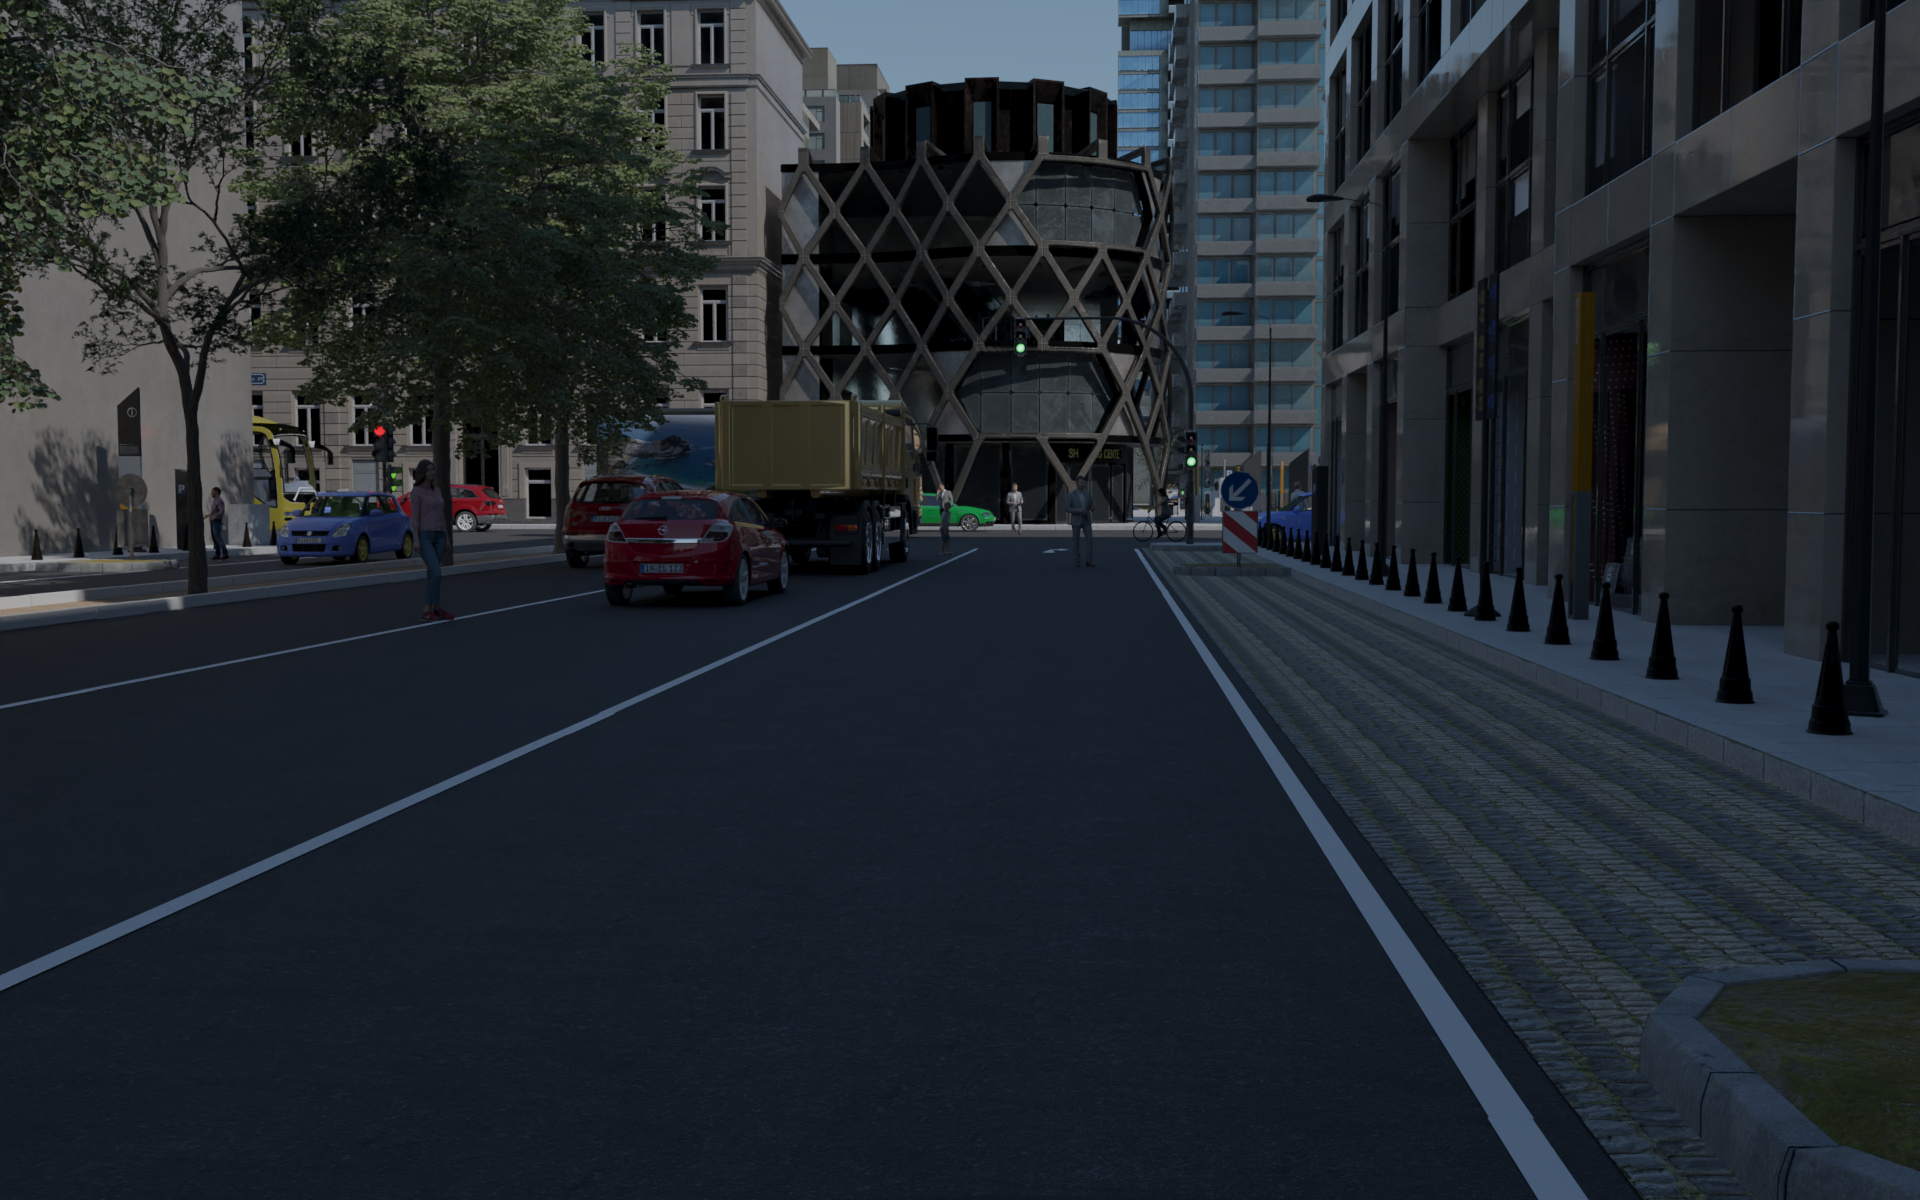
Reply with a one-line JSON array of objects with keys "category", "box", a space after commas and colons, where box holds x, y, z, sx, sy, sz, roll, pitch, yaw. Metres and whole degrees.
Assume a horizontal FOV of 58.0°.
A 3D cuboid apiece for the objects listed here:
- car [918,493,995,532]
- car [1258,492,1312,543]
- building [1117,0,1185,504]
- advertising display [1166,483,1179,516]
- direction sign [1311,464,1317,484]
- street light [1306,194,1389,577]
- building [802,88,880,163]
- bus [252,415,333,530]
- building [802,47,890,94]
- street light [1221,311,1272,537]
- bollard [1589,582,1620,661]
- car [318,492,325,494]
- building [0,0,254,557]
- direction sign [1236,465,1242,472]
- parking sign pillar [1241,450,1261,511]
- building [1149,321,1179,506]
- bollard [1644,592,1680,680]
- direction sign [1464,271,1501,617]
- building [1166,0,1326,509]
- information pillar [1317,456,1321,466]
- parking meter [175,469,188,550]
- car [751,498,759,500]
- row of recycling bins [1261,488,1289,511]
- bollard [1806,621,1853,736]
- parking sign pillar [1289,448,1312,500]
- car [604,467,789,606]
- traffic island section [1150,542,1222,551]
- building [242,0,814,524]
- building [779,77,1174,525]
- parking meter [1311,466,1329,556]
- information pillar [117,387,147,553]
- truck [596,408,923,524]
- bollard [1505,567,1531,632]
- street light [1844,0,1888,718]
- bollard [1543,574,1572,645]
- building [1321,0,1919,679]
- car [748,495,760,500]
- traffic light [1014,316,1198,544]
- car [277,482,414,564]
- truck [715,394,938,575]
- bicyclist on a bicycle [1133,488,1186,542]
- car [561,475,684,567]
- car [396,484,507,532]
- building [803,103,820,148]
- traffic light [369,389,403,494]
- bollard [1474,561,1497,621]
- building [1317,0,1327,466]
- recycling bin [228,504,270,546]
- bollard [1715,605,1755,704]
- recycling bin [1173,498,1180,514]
[{"category": "car", "box": [-0.994, -3.527, 66.466, 4.718, 1.807, 1.959, 0, 4, 3]}, {"category": "car", "box": [9.554, -2.294, 47.100, 3.694, 1.707, 1.945, 0, 4, 5]}, {"category": "building", "box": [33.296, -56.607, 238.190, 31.000, 86.520, 22.319, 0, 4, 5]}, {"category": "advertising display", "box": [12.388, -5.921, 102.017, 0.974, 1.923, 0.123, 0, 4, 2]}, {"category": "direction sign", "box": [26.875, -8.573, 132.163, 0.379, 3.537, 0.876, -2, 4, -32]}, {"category": "street light", "box": [6.054, -3.326, 26.926, 1.470, 5.913, 1.316, 0, 4, 5]}, {"category": "building", "box": [-15.223, -29.800, 170.830, 14.154, 41.232, 14.086, 0, 4, 5]}, {"category": "bus", "box": [-25.813, -3.771, 53.203, 12.252, 3.916, 2.896, 0, 4, 3]}, {"category": "building", "box": [-17.995, -34.855, 193.576, 21.600, 48.544, 21.300, 0, 4, 5]}, {"category": "street light", "box": [7.314, -4.370, 43.994, 1.470, 5.913, 1.316, 0, 4, 5]}, {"category": "bollard", "box": [5.002, 0.160, 13.420, 0.229, 0.601, 0.229, 0, 3, 0]}, {"category": "car", "box": [-21.074, -3.006, 58.736, 3.694, 1.707, 1.945, 0, 4, 4]}, {"category": "building", "box": [-36.329, -14.204, 36.750, 34.151, 26.468, 19.350, 0, 4, 5]}, {"category": "direction sign", "box": [21.842, -8.714, 134.475, 0.876, 3.537, 0.379, 1, 4, 9]}, {"category": "parking sign pillar", "box": [17.709, -7.165, 105.626, 1.447, 3.967, 1.447, -2, 4, -25]}, {"category": "building", "box": [34.651, -20.853, 185.981, 27.650, 21.520, 28.899, 0, 4, 5]}, {"category": "bollard", "box": [4.888, 0.245, 12.041, 0.229, 0.601, 0.229, 0, 3, 0]}, {"category": "direction sign", "box": [5.489, -1.596, 18.092, 0.379, 3.537, 0.876, 0, 4, 4]}, {"category": "building", "box": [30.117, -32.794, 155.788, 23.786, 49.044, 30.456, 0, 4, 5]}, {"category": "information pillar", "box": [21.966, -7.017, 106.077, 0.183, 3.616, 0.504, 0, 4, -5]}, {"category": "parking meter", "box": [-17.864, -2.096, 39.983, 0.399, 1.863, 0.255, 1, 4, 13]}, {"category": "car", "box": [-6.015, -2.238, 49.179, 3.894, 1.354, 1.945, 0, 4, 4]}, {"category": "row of recycling bins", "box": [23.260, -7.325, 126.868, 3.534, 1.692, 1.069, 1, 4, 8]}, {"category": "bollard", "box": [4.670, 0.413, 9.286, 0.229, 0.601, 0.229, 0, 3, 0]}, {"category": "parking sign pillar", "box": [20.124, -6.973, 102.485, 1.447, 3.967, 1.447, 3, 5, 41]}, {"category": "car", "box": [-3.523, -0.901, 23.777, 2.155, 1.783, 4.494, 0, 4, 5]}, {"category": "traffic island section", "box": [5.908, -1.355, 44.429, 2.009, 0.180, 2.903, 0, 4, 5]}, {"category": "building", "box": [-20.041, -17.218, 78.773, 25.104, 27.353, 12.463, 0, 4, 5]}, {"category": "building", "box": [1.243, -12.951, 79.203, 16.811, 18.784, 16.820, 0, 4, 5]}, {"category": "parking meter", "box": [7.507, -1.861, 36.143, 0.255, 1.863, 0.399, 0, 4, -6]}, {"category": "information pillar", "box": [-18.174, -2.852, 37.981, 0.504, 3.616, 0.183, 0, 4, -1]}, {"category": "truck", "box": [-6.248, -4.198, 57.544, 11.283, 4.237, 2.839, 0, 4, 3]}, {"category": "bollard", "box": [5.225, -0.009, 16.193, 0.229, 0.601, 0.229, 0, 3, 0]}, {"category": "street light", "box": [4.708, -2.290, 9.985, 1.470, 5.913, 1.316, 0, 4, 5]}, {"category": "bollard", "box": [5.112, 0.076, 14.801, 0.229, 0.601, 0.229, 0, 3, 0]}, {"category": "building", "box": [17.217, -13.480, 24.909, 19.350, 26.468, 34.151, 0, 4, 5]}, {"category": "car", "box": [-7.820, -2.628, 52.758, 4.222, 1.686, 2.009, 0, 4, 6]}, {"category": "traffic light", "box": [3.776, -4.262, 44.345, 4.771, 5.953, 1.251, 0, 4, 5]}, {"category": "car", "box": [-12.920, -1.643, 36.455, 1.945, 1.707, 3.694, 0, 4, 4]}, {"category": "truck", "box": [-2.532, -2.361, 34.528, 3.469, 3.379, 9.791, 0, 4, 5]}, {"category": "bicyclist on a bicycle", "box": [5.974, -2.555, 51.802, 1.625, 1.676, 1.499, 0, 4, 6]}, {"category": "car", "box": [-6.524, -1.630, 35.322, 2.281, 1.827, 5.304, 0, 4, 4]}, {"category": "car", "box": [-19.949, -3.494, 65.803, 5.304, 1.827, 2.281, 0, 4, 3]}, {"category": "building", "box": [-26.287, -28.124, 151.713, 32.217, 40.220, 23.993, 0, 4, 5]}, {"category": "traffic light", "box": [-15.275, -3.491, 46.006, 0.839, 4.253, 0.868, 0, 4, 5]}, {"category": "bollard", "box": [5.334, -0.093, 17.569, 0.229, 0.601, 0.229, 0, 3, 0]}, {"category": "building", "box": [31.238, -18.156, 74.340, 29.804, 29.767, 11.434, 0, 4, 5]}, {"category": "recycling bin", "box": [-17.856, -1.893, 43.504, 0.722, 1.027, 0.722, 2, 4, 24]}, {"category": "bollard", "box": [4.778, 0.329, 10.662, 0.229, 0.601, 0.229, 0, 3, 0]}, {"category": "recycling bin", "box": [13.625, -5.972, 110.201, 0.722, 1.027, 0.722, 1, 4, 9]}]
